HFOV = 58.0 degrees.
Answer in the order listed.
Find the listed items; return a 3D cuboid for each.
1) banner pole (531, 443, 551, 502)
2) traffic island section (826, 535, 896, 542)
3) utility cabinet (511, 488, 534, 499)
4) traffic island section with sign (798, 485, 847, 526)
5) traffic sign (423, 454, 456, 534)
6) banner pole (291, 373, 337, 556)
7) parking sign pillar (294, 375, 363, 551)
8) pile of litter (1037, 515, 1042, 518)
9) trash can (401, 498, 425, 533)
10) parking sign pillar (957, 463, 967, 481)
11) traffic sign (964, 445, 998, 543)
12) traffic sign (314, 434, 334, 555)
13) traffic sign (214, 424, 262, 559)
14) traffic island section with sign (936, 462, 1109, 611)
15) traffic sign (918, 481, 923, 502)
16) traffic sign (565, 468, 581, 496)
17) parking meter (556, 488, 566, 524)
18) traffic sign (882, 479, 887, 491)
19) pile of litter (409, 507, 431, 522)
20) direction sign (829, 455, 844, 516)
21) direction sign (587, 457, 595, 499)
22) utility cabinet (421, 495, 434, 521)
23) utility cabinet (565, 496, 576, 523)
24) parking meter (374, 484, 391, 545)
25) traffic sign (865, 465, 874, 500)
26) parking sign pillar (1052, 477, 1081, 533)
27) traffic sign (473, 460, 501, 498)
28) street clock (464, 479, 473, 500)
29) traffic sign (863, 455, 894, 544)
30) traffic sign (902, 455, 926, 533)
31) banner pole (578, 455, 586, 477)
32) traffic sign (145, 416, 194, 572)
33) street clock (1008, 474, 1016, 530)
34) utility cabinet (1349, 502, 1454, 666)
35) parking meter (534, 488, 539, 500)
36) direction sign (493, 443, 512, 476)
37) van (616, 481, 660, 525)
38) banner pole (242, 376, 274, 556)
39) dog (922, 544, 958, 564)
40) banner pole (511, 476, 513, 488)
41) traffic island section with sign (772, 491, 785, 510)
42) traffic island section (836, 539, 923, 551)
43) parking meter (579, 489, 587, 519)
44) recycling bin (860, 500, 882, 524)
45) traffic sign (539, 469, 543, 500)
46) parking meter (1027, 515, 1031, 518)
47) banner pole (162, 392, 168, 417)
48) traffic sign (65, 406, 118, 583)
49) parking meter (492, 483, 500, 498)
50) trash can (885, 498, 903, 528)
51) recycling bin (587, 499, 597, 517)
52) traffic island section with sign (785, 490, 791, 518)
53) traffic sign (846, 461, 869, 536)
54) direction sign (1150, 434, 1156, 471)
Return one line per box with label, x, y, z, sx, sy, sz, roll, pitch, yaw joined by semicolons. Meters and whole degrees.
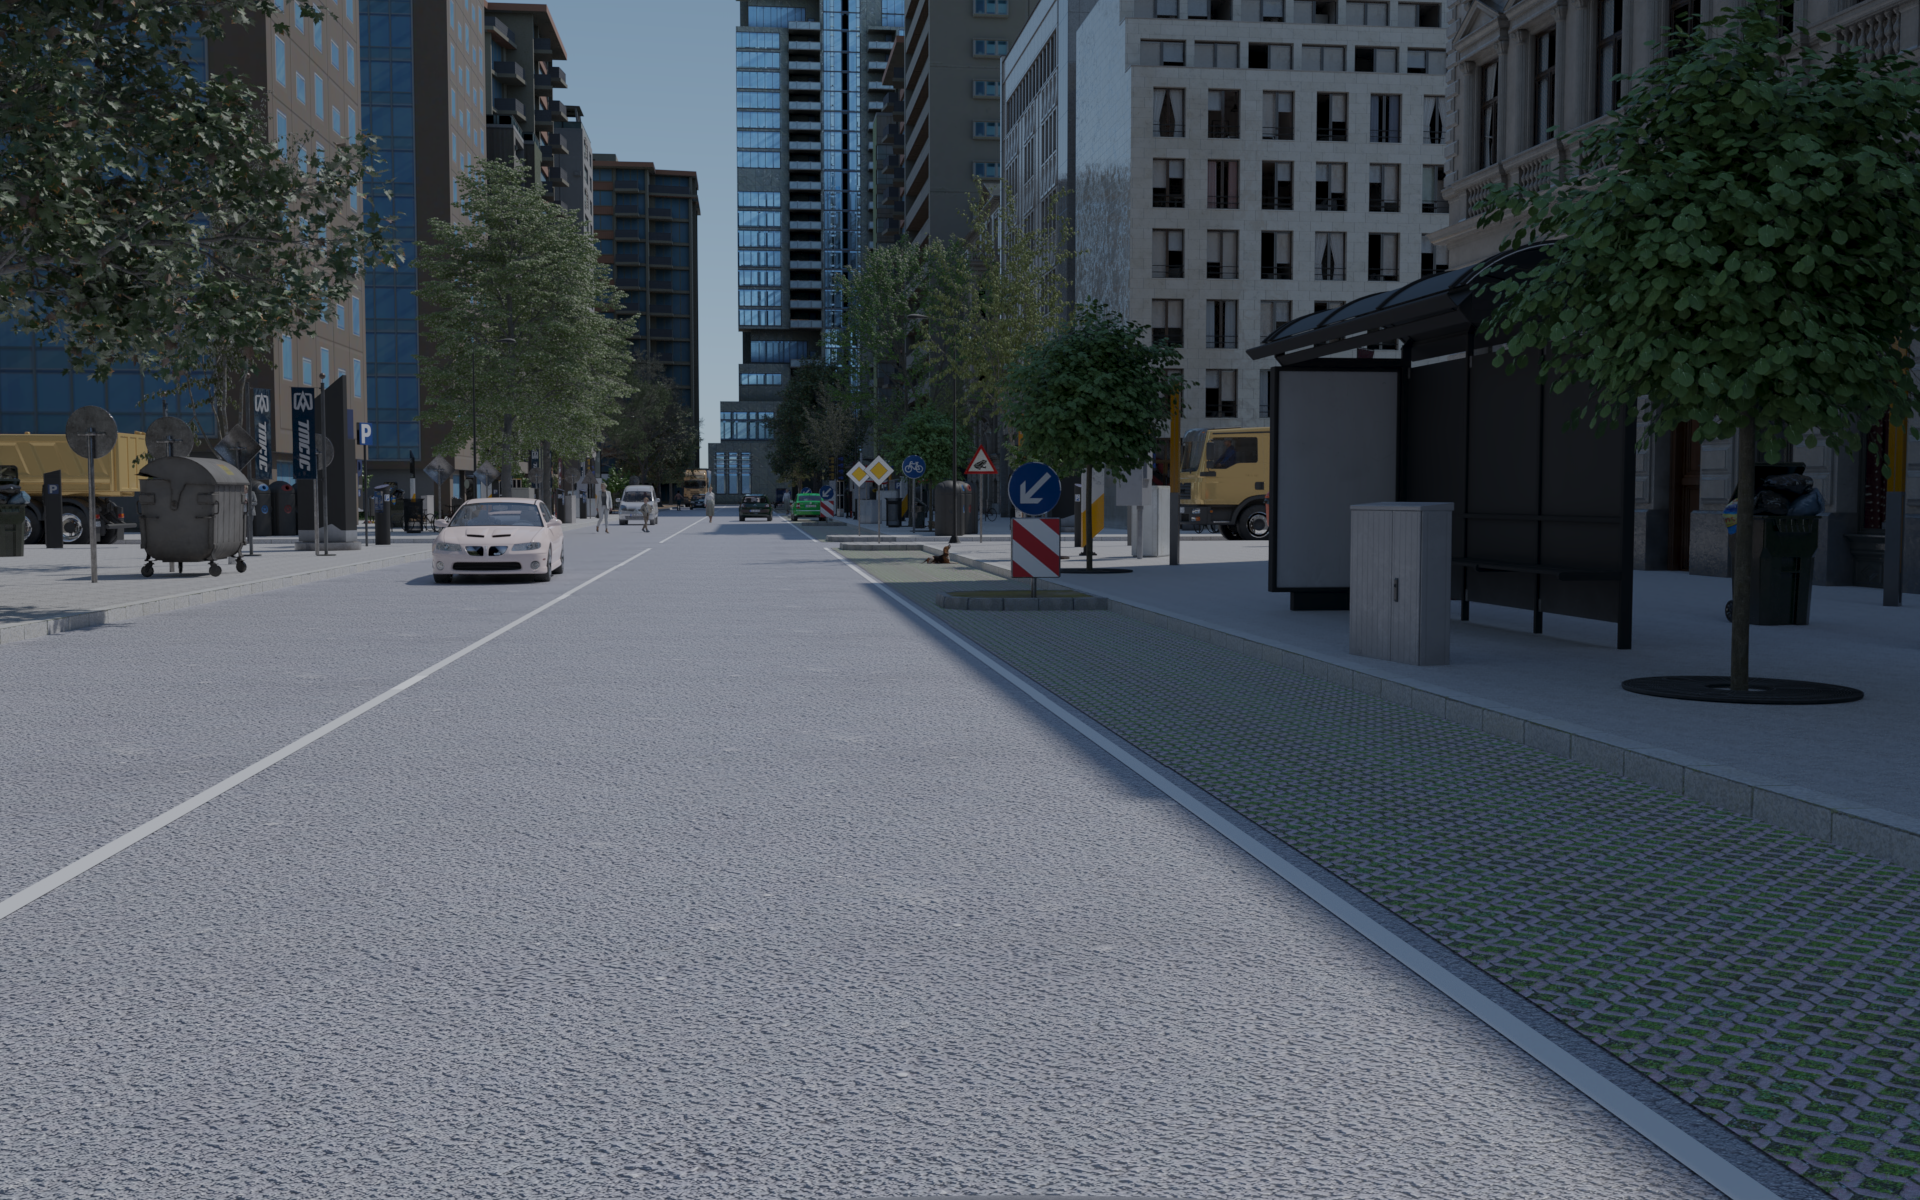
banner pole;-20.651;-5.795;84.762;0.863;3.779;0.401;2;4;27
traffic island section;-3.048;-1.868;52.822;2.009;0.180;2.903;0;4;-7
utility cabinet;-15.462;-3.185;60.746;1.173;1.500;0.318;2;4;28
traffic island section with sign;-6.136;-4.242;77.977;1.989;1.847;2.006;0;4;-7
traffic sign;-13.064;-2.438;43.497;0.795;2.450;0.064;0;4;-7
banner pole;-13.366;-2.798;35.762;0.863;3.779;0.401;-2;4;-34
parking sign pillar;-14.485;-3.126;39.585;1.447;3.967;1.447;1;4;18
pile of litter;2.960;-3.453;70.420;1.176;0.858;1.719;-1;4;-19
trash can;-17.898;-2.757;56.723;0.748;1.137;0.748;0;3;0
parking sign pillar;-0.268;-6.280;91.143;1.447;3.967;1.447;2;4;30
traffic sign;0.551;-2.779;45.436;0.884;2.594;0.081;0;4;-4
traffic sign;-13.591;-2.229;36.543;0.768;2.556;0.104;0;4;-1
traffic sign;-11.863;-1.669;28.480;0.795;2.450;0.064;0;4;0
traffic island section with sign;0.723;-0.822;22.060;1.989;1.847;2.006;0;4;-7
traffic sign;-1.716;-4.732;77.469;0.768;2.556;0.104;0;4;-5
traffic sign;-18.756;-5.123;83.872;0.768;2.556;0.104;0;4;-5
parking meter;-17.289;-4.075;75.042;0.372;1.533;0.369;0;3;0
traffic sign;-4.066;-5.648;92.449;0.768;2.556;0.104;0;4;1
pile of litter;-24.937;-3.989;79.186;1.719;0.858;1.176;0;4;-2
direction sign;-7.245;-6.689;101.367;0.876;3.537;0.379;0;4;-2
direction sign;-22.703;-7.006;106.551;0.379;3.537;0.876;1;4;19
utility cabinet;-24.997;-4.289;81.283;0.306;1.237;1.020;0;4;0
utility cabinet;-17.084;-3.963;75.961;0.306;1.237;1.020;0;4;-2
parking meter;-14.568;-2.157;43.679;0.372;1.533;0.369;0;3;0
traffic sign;-4.161;-4.721;77.184;0.884;2.594;0.081;0;4;-5
parking sign pillar;3.755;-4.268;58.254;1.447;3.967;1.447;2;4;34
traffic sign;-14.036;-2.922;51.423;0.795;2.450;0.064;0;4;-7
street clock;-23.656;-4.823;83.425;0.471;2.002;0.358;3;5;42
traffic sign;-2.099;-2.518;44.816;0.795;2.450;0.064;0;4;-7
traffic sign;-1.510;-3.461;56.698;0.768;2.556;0.104;0;4;-4
banner pole;-23.943;-7.312;109.561;0.401;3.779;0.863;2;4;29
traffic sign;-12.961;-1.731;28.410;0.768;2.556;0.104;0;4;-5
street clock;1.895;-3.514;62.019;0.358;2.002;0.471;-1;4;-13
utility cabinet;3.391;-0.137;13.401;0.306;1.237;1.020;-1;4;-18
parking meter;-19.254;-4.285;78.478;0.372;1.533;0.369;0;3;0
direction sign;-20.210;-5.173;76.575;0.379;3.537;0.876;3;5;43
van;-15.042;-4.529;81.059;2.013;2.044;4.112;0;4;-7
banner pole;-14.609;-2.814;36.027;0.401;3.779;0.863;1;4;23
dog;-0.435;-0.936;35.491;0.748;0.427;0.550;3;5;43
banner pole;-22.398;-5.883;86.205;0.401;3.779;0.863;-2;4;-35
traffic island section with sign;-18.725;-10.517;180.577;1.989;1.847;2.006;0;4;-7
traffic island section;-2.076;-1.383;44.896;2.009;0.180;2.903;0;4;-7
parking meter;-19.462;-4.956;89.439;0.372;1.533;0.369;0;3;0
recycling bin;-3.863;-3.817;74.962;0.722;1.027;0.722;3;4;38
traffic sign;-20.733;-5.225;85.533;0.768;2.556;0.104;0;4;-2
parking meter;2.409;-3.217;58.313;0.255;1.863;0.399;1;4;12
banner pole;-19.307;-3.190;42.178;0.401;3.779;0.863;-2;4;-32
traffic sign;-12.516;-1.521;24.967;0.768;2.556;0.104;0;4;3
parking meter;-23.721;-5.060;88.445;0.399;1.863;0.255;-1;4;-11
trash can;-2.532;-3.348;66.396;0.748;1.137;0.748;0;3;0
recycling bin;-20.672;-5.161;96.931;0.722;1.027;0.722;-3;5;-44
traffic island section with sign;-9.423;-5.878;104.733;1.989;1.847;2.006;0;4;-7
traffic sign;-3.071;-3.003;52.742;0.795;2.450;0.064;0;4;-7
direction sign;6.358;-4.016;57.664;0.379;3.537;0.876;2;4;25
